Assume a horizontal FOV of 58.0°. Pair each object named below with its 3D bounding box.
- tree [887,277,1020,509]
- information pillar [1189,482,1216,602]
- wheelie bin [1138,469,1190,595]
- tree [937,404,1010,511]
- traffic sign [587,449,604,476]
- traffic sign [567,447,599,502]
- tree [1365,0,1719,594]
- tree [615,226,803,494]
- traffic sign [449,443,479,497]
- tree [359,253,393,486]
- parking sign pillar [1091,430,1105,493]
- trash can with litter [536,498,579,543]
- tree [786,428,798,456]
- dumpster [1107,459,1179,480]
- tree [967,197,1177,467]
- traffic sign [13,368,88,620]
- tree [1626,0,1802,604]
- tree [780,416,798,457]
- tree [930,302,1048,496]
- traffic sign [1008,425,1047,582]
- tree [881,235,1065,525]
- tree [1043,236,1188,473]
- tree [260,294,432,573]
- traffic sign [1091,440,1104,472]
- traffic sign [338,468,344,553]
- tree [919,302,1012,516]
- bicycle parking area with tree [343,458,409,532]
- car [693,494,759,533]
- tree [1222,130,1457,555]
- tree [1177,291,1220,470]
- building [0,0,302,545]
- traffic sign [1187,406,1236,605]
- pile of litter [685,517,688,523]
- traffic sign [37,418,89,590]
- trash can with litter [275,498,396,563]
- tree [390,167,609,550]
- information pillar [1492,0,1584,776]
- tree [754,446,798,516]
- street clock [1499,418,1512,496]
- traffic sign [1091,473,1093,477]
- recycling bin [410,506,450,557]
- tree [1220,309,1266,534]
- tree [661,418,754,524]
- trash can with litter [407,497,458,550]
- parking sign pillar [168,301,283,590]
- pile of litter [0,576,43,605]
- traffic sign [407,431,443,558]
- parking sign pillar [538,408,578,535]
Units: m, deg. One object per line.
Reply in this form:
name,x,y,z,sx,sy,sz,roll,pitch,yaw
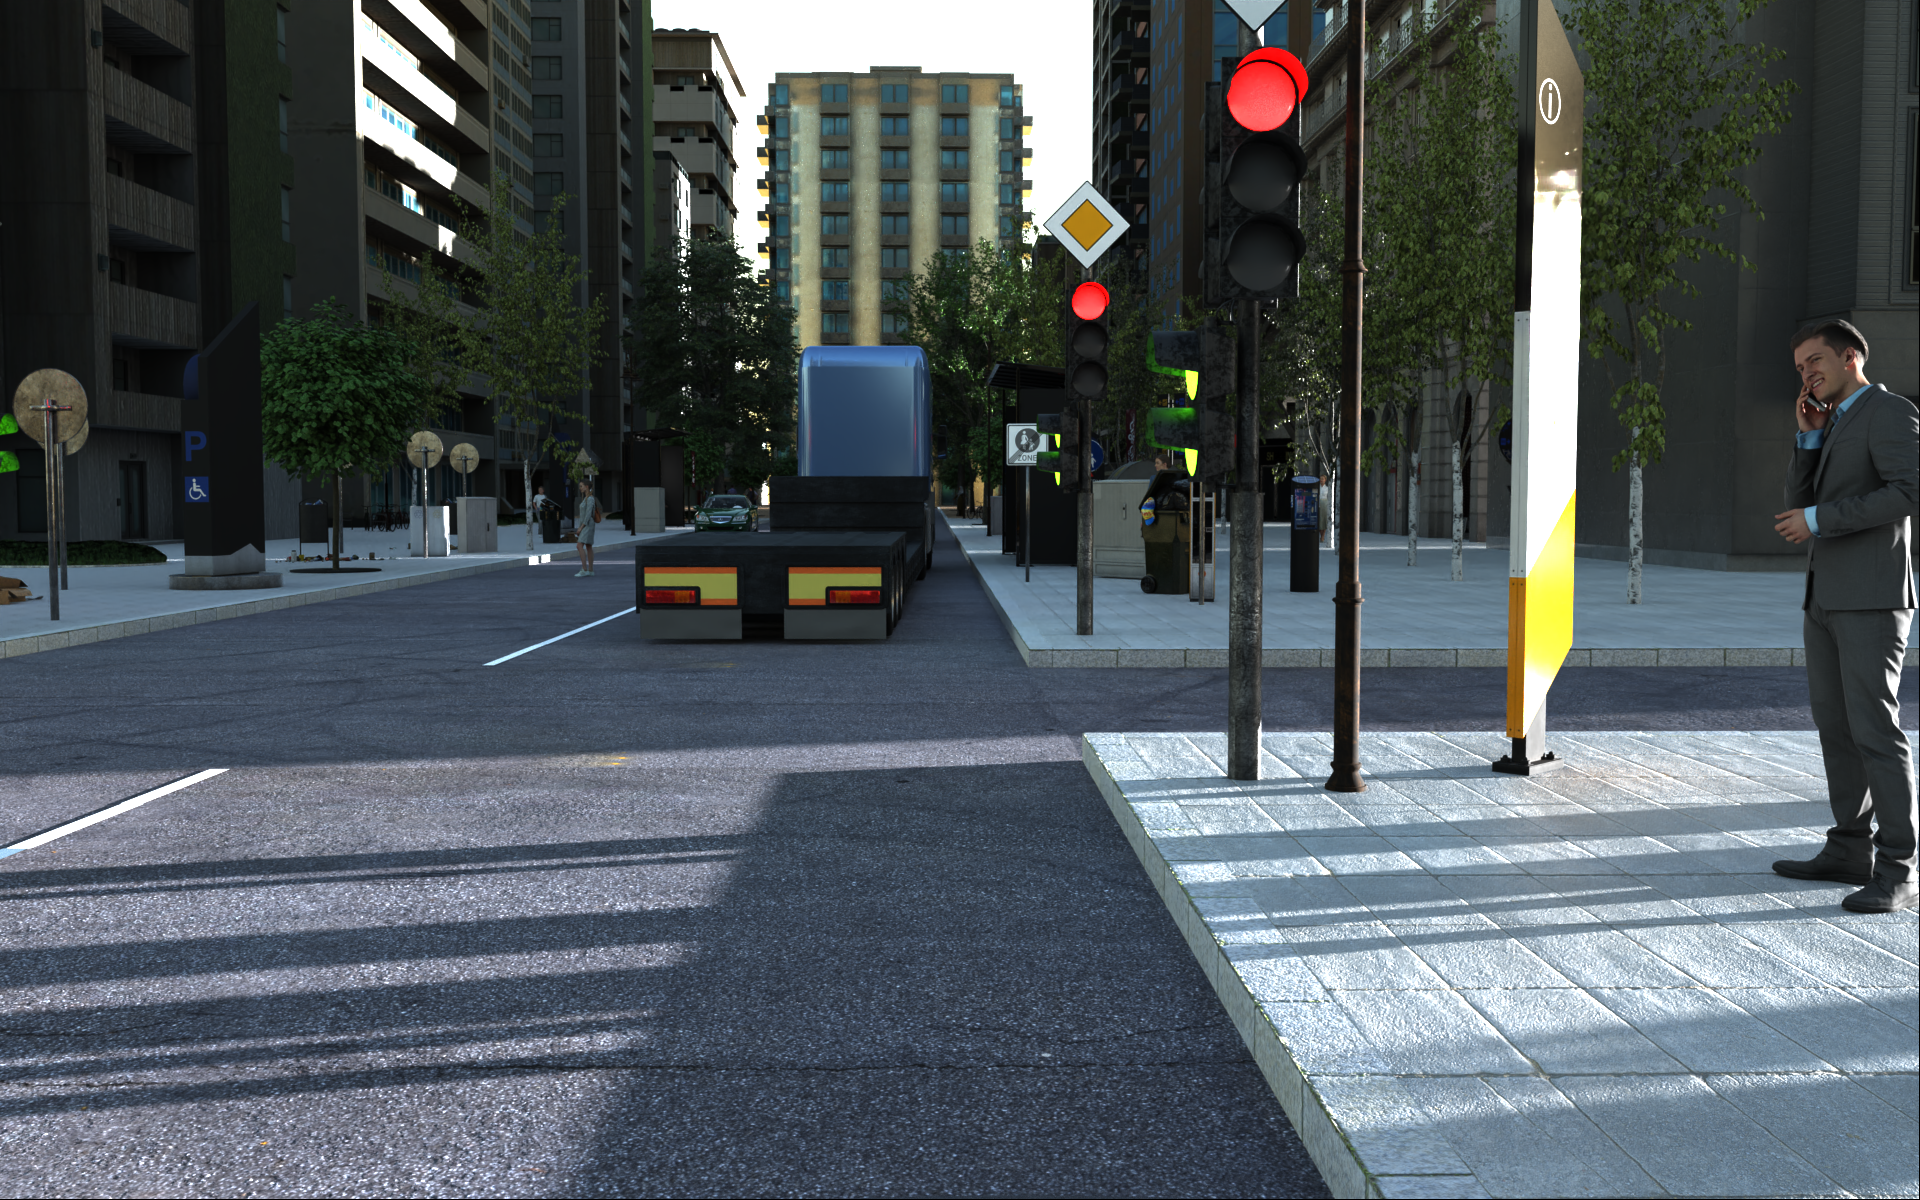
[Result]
tree,-0.956,-18.114,152.060,12.611,20.169,13.585,0,3,0
information pillar,2.897,-0.990,20.671,0.304,2.012,0.304,1,4,8
wheelie bin,2.781,-0.884,22.365,0.693,1.594,0.980,3,5,45
tree,1.654,-4.859,63.161,4.285,4.588,4.351,0,3,0
traffic sign,-10.808,-3.114,50.650,0.795,2.593,0.064,1,4,9
traffic sign,-10.518,-2.955,48.321,0.884,2.594,0.081,0,4,2
tree,7.421,-4.571,25.092,4.737,8.622,4.395,0,3,0
tree,-11.394,-10.750,82.417,9.857,13.997,8.962,0,3,0
traffic sign,-12.309,-2.624,43.010,0.768,2.556,0.104,0,4,6
tree,-16.268,-6.184,51.468,4.737,8.622,4.395,0,3,0
parking sign pillar,4.099,-4.192,57.009,1.447,3.967,1.447,0,4,0
trash can with litter,-10.503,-2.074,45.305,1.055,1.170,0.624,-3,5,-44
tree,-12.716,-12.194,149.734,4.360,8.622,3.978,0,3,0
dumpster,3.189,-1.470,29.799,1.264,1.857,1.865,0,4,-1
tree,2.327,-5.703,43.614,4.737,8.622,4.395,0,3,0
traffic sign,-9.206,-1.066,17.541,0.768,2.556,0.104,0,4,1
tree,7.641,-4.257,19.968,4.737,8.622,4.395,0,3,0
tree,-13.267,-13.892,161.550,7.601,10.594,8.767,1,4,17
tree,1.535,-9.108,83.321,8.767,10.594,7.601,0,4,-8
traffic sign,0.984,-1.412,25.208,0.606,2.300,0.079,1,4,9
tree,0.943,-8.899,71.253,9.928,11.665,9.643,0,3,0
tree,4.551,-6.088,49.900,4.360,8.622,3.978,0,3,0
tree,-10.404,-2.741,28.528,4.285,4.588,4.351,0,3,0
traffic sign,2.953,-2.458,40.301,0.768,2.556,0.104,0,4,7
traffic sign,-13.407,-2.285,37.466,0.768,2.556,0.104,0,4,1
tree,0.435,-11.245,101.976,7.486,12.596,7.792,0,3,0
bicycle parking area with tree,-22.604,-4.481,60.263,8.231,4.147,9.016,-1,4,-21
car,-7.745,-2.806,57.681,2.131,1.459,4.920,0,4,-2
tree,8.178,-5.247,36.146,4.360,8.622,3.978,0,3,0
tree,8.639,-6.397,54.961,4.737,8.622,4.395,0,3,0
building,-26.122,-16.579,42.772,14.160,30.474,14.107,0,4,-1
traffic sign,2.791,-1.220,19.957,0.884,2.594,0.081,0,4,3
pile of litter,-12.767,-3.907,77.843,1.719,0.858,1.176,-3,4,-36
traffic sign,-12.014,-1.410,23.154,0.768,2.556,0.104,0,4,2
trash can with litter,-12.017,-1.363,33.344,2.233,1.210,1.678,-1,4,-23
tree,-9.807,-5.430,39.144,4.737,8.622,4.395,0,3,0
information pillar,2.703,-1.019,8.008,0.504,3.616,0.183,-3,5,-45
tree,-12.079,-7.159,100.767,4.285,4.588,4.351,0,3,0
street clock,5.125,-0.679,15.674,0.471,2.002,0.358,2,4,29
traffic sign,3.647,-3.252,53.181,0.884,2.594,0.081,0,4,1
recycling bin,-10.963,-1.423,35.820,0.722,1.027,0.722,-1,4,-12
tree,7.859,-4.918,30.774,4.737,8.622,4.395,0,3,0
tree,-11.678,-5.547,74.410,4.285,4.588,4.351,0,3,0
trash can with litter,-12.120,-1.784,40.227,2.233,1.210,1.678,1,4,11
parking sign pillar,-10.071,-2.152,23.665,1.447,3.967,1.447,1,4,9
pile of litter,-11.503,-0.390,20.338,1.176,0.858,1.719,1,4,22
traffic sign,-10.745,-2.119,34.752,0.768,2.556,0.104,0,4,8
parking sign pillar,-12.743,-4.083,55.223,1.447,3.967,1.447,0,4,-1
